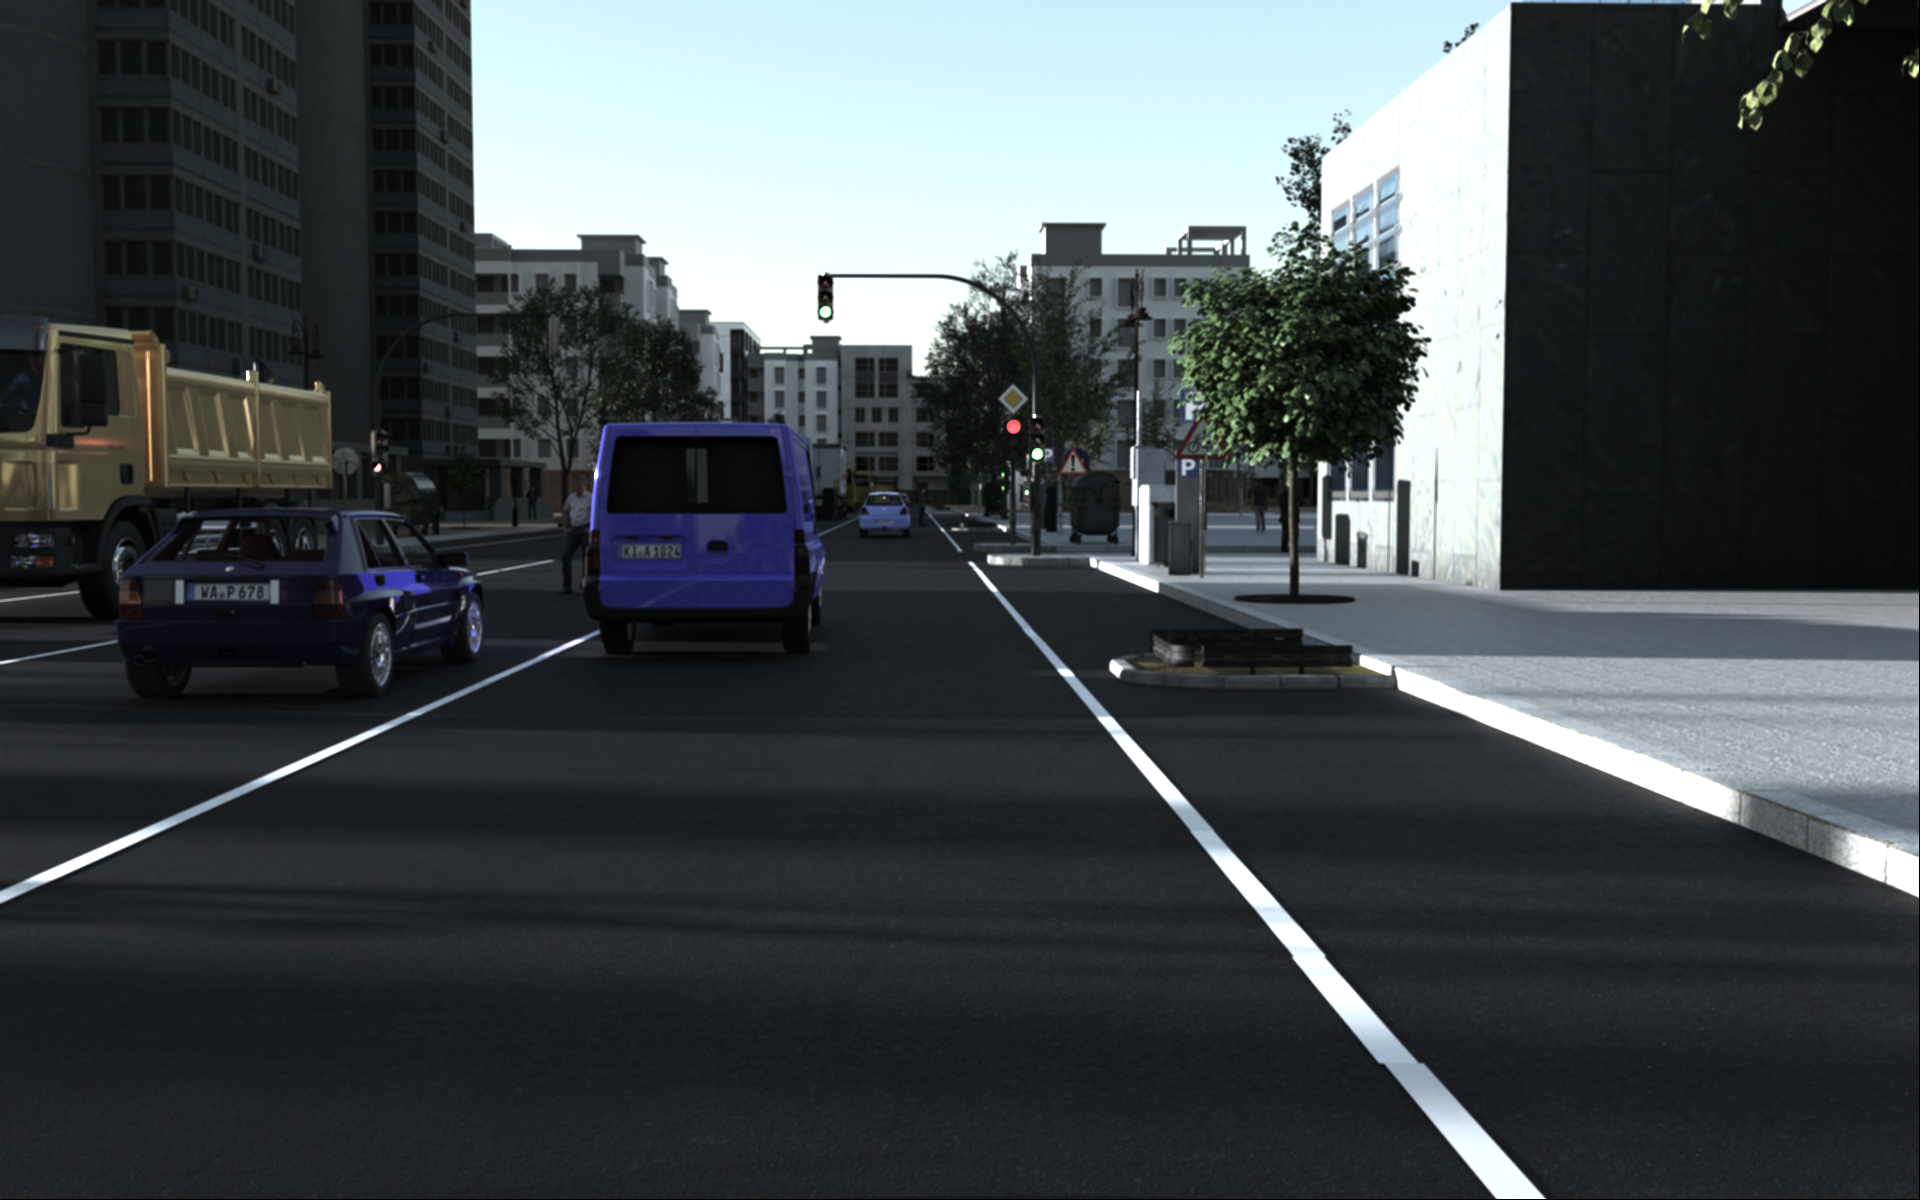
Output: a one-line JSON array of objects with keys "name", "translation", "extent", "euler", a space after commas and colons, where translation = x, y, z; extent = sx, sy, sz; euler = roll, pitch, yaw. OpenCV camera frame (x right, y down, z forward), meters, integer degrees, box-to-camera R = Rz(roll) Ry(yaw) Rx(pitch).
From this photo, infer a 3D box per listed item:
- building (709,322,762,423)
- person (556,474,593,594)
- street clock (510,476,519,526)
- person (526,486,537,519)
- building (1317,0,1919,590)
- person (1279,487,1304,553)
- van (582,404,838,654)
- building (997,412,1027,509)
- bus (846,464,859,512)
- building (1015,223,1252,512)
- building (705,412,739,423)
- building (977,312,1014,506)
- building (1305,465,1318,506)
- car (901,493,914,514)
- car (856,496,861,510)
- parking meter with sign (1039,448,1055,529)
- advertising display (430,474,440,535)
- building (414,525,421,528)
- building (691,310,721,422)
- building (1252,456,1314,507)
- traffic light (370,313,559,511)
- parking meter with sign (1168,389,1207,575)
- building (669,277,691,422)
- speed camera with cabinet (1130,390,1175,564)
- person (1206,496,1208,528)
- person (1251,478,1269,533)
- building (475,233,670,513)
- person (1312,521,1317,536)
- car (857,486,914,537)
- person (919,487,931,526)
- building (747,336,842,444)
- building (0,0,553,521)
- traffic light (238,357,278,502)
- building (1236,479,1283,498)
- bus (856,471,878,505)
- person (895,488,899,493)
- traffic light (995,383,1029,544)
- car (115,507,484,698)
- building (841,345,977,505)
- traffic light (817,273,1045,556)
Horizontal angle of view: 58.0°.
[{"name": "building", "translation": [-42.307, -22.945, 219.123], "extent": [32.646, 21.610, 27.936], "euler": [0, 4, -2]}, {"name": "person", "translation": [-5.449, -0.939, 24.785], "extent": [0.756, 1.711, 0.436], "euler": [2, 4, 30]}, {"name": "street clock", "translation": [-17.699, -3.931, 68.847], "extent": [0.358, 2.002, 0.471], "euler": [0, 4, -6]}, {"name": "person", "translation": [-21.984, -5.013, 88.920], "extent": [0.541, 1.710, 0.530], "euler": [-1, 4, -14]}, {"name": "building", "translation": [18.506, -43.005, 15.809], "extent": [22.319, 86.520, 31.000], "euler": [0, 4, -2]}, {"name": "person", "translation": [7.627, -1.868, 39.730], "extent": [0.600, 1.739, 0.565], "euler": [2, 4, 28]}, {"name": "van", "translation": [-2.359, -0.782, 17.172], "extent": [2.240, 2.365, 5.245], "euler": [0, 4, -3]}, {"name": "building", "translation": [8.082, -12.514, 146.756], "extent": [9.099, 9.664, 28.070], "euler": [0, 4, -2]}, {"name": "bus", "translation": [-9.751, -9.092, 140.195], "extent": [2.896, 3.916, 12.252], "euler": [0, 4, -2]}, {"name": "building", "translation": [12.113, -16.535, 126.760], "extent": [16.016, 20.091, 11.380], "euler": [0, 4, -2]}, {"name": "building", "translation": [-38.499, -15.021, 187.746], "extent": [28.070, 9.664, 9.099], "euler": [0, 4, -2]}, {"name": "building", "translation": [11.022, -18.989, 176.934], "extent": [16.747, 18.905, 31.486], "euler": [0, 4, -2]}, {"name": "building", "translation": [53.251, -20.506, 179.250], "extent": [32.646, 21.610, 27.936], "euler": [0, 4, -2]}, {"name": "car", "translation": [-4.520, -7.281, 128.091], "extent": [2.155, 1.783, 4.494], "euler": [0, 4, 0]}, {"name": "car", "translation": [-10.229, -9.226, 160.631], "extent": [2.009, 1.686, 4.222], "euler": [0, 4, -2]}, {"name": "parking meter with sign", "translation": [3.108, -4.203, 64.979], "extent": [0.543, 3.016, 1.738], "euler": [1, 4, 15]}, {"name": "advertising display", "translation": [-16.737, -3.059, 55.233], "extent": [0.123, 1.923, 0.974], "euler": [-2, 4, -27]}, {"name": "building", "translation": [-36.410, -22.346, 57.238], "extent": [32.217, 40.220, 23.993], "euler": [0, 4, -2]}, {"name": "building", "translation": [-32.287, -19.508, 175.379], "extent": [16.016, 20.091, 11.380], "euler": [0, 4, -2]}, {"name": "building", "translation": [30.693, -20.097, 185.013], "extent": [11.380, 20.091, 16.016], "euler": [0, 4, -2]}, {"name": "traffic light", "translation": [-12.518, -4.219, 43.651], "extent": [4.771, 5.953, 1.251], "euler": [0, 4, -2]}, {"name": "parking meter with sign", "translation": [3.718, -1.947, 28.090], "extent": [0.543, 3.016, 1.738], "euler": [1, 4, 15]}, {"name": "building", "translation": [-30.192, -17.103, 136.046], "extent": [16.016, 20.091, 11.380], "euler": [0, 4, -2]}, {"name": "speed camera with cabinet", "translation": [3.649, -2.333, 32.486], "extent": [0.660, 3.252, 2.038], "euler": [0, 4, -3]}, {"name": "person", "translation": [8.990, -3.436, 64.483], "extent": [0.388, 1.546, 0.482], "euler": [-3, 5, -44]}, {"name": "person", "translation": [10.006, -3.162, 57.866], "extent": [0.598, 1.807, 0.434], "euler": [0, 4, -7]}, {"name": "building", "translation": [-29.890, -16.384, 124.291], "extent": [16.016, 20.091, 11.380], "euler": [0, 4, -2]}, {"name": "person", "translation": [11.080, -2.259, 53.448], "extent": [0.357, 0.543, 0.381], "euler": [-1, 4, -22]}, {"name": "car", "translation": [-2.530, -2.993, 58.527], "extent": [1.945, 1.707, 3.694], "euler": [0, 4, -2]}, {"name": "person", "translation": [-1.496, -4.127, 76.506], "extent": [0.750, 1.759, 0.617], "euler": [1, 4, 20]}, {"name": "building", "translation": [-20.124, -21.835, 213.424], "extent": [11.380, 20.091, 16.016], "euler": [0, 4, -2]}, {"name": "building", "translation": [-38.865, -24.296, 89.115], "extent": [32.217, 40.220, 23.993], "euler": [0, 4, -2]}, {"name": "traffic light", "translation": [-14.382, -2.854, 35.576], "extent": [0.839, 4.253, 0.868], "euler": [0, 4, -2]}, {"name": "building", "translation": [32.961, -21.324, 215.097], "extent": [31.486, 18.905, 16.747], "euler": [0, 4, -2]}, {"name": "bus", "translation": [-10.308, -11.609, 181.350], "extent": [2.896, 3.916, 12.252], "euler": [0, 4, 0]}, {"name": "person", "translation": [-3.184, -4.774, 87.279], "extent": [0.841, 1.734, 0.376], "euler": [3, 5, 40]}, {"name": "traffic light", "translation": [1.328, -3.370, 44.019], "extent": [0.839, 4.253, 0.868], "euler": [0, 4, -2]}, {"name": "car", "translation": [-4.959, -0.059, 13.542], "extent": [1.945, 1.354, 3.894], "euler": [0, 4, -1]}, {"name": "building", "translation": [1.412, -21.275, 214.305], "extent": [31.486, 18.905, 16.747], "euler": [0, 4, -2]}, {"name": "traffic light", "translation": [-0.536, -3.741, 35.837], "extent": [4.771, 5.953, 1.251], "euler": [0, 4, -2]}]
